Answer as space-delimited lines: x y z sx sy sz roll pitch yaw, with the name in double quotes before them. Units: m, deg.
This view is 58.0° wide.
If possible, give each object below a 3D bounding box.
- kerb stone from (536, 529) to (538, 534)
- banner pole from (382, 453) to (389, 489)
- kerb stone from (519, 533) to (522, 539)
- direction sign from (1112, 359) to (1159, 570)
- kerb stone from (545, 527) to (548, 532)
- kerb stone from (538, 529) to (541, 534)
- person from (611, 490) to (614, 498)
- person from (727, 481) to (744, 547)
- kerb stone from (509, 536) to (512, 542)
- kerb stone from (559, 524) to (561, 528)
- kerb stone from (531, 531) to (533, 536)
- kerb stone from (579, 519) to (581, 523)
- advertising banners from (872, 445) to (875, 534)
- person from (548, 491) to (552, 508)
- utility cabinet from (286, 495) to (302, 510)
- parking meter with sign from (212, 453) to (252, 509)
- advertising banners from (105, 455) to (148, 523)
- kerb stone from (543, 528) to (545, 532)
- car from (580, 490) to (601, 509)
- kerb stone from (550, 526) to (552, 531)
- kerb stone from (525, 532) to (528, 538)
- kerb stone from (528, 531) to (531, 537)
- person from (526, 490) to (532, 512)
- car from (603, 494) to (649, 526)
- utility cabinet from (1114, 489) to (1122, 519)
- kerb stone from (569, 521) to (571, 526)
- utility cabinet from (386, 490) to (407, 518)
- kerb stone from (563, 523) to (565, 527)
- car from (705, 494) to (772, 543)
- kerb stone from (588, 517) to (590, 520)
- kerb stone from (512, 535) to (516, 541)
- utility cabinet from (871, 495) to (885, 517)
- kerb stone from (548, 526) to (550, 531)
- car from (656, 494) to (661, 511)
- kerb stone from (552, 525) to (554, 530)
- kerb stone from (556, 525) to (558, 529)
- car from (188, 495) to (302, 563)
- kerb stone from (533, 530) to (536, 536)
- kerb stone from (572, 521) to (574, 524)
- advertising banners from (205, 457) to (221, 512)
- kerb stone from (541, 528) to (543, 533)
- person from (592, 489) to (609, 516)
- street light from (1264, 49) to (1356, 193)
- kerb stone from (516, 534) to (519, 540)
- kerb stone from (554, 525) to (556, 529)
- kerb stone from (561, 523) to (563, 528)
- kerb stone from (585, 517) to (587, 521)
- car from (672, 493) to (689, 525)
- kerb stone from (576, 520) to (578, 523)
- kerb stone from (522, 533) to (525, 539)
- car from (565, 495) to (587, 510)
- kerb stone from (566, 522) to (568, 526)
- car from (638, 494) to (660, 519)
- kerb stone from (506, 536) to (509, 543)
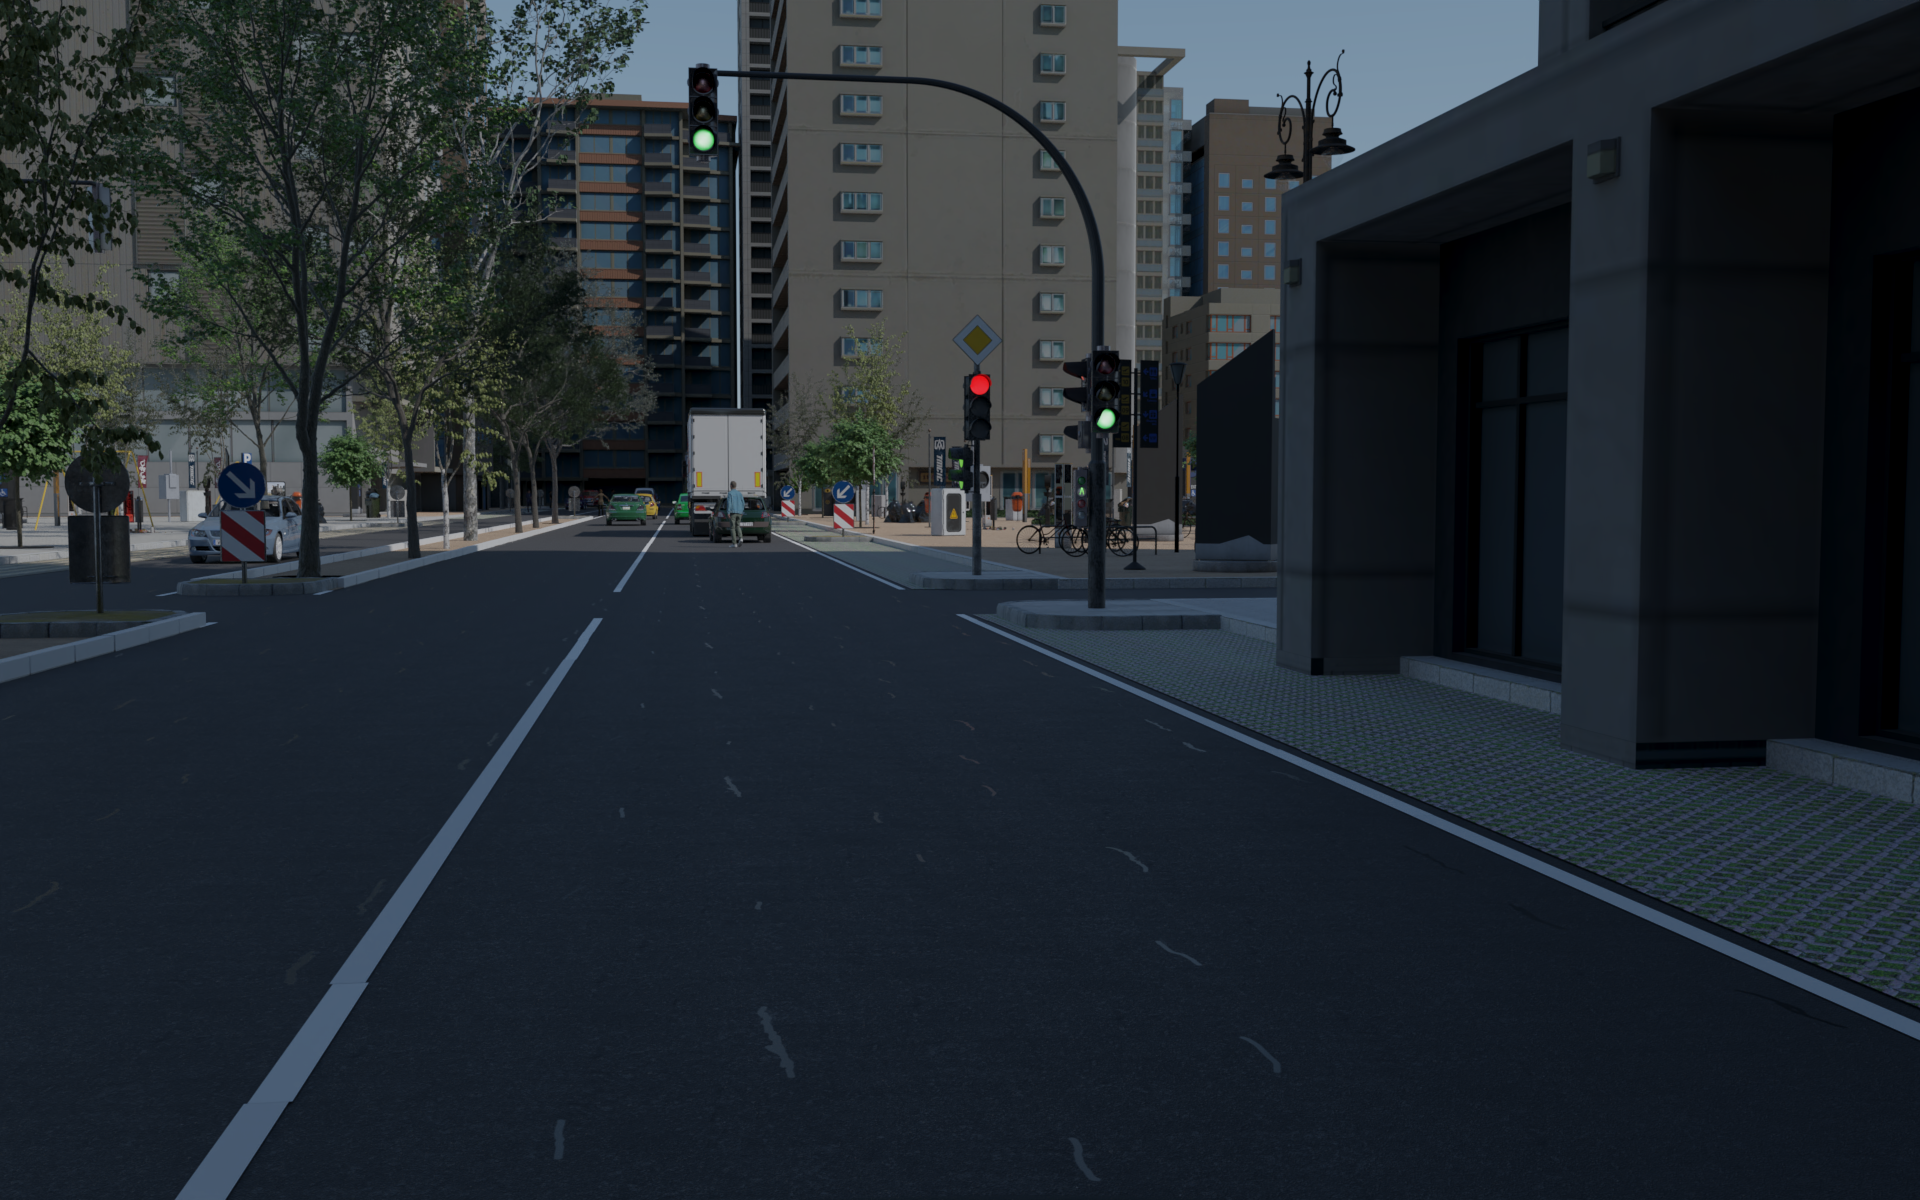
"kerb stone" -14.886 -2.334 60.358 0.120 0.150 1.000 -1 4 -9
"banner pole" -31.874 -6.496 96.223 0.401 3.779 0.863 1 4 13
"kerb stone" -13.915 -1.963 54.293 0.120 0.150 1.000 -1 4 -9
"direction sign" 2.964 -2.280 29.279 0.876 3.537 0.379 -2 4 -24
"kerb stone" -15.529 -2.572 64.408 0.120 0.150 1.000 -1 4 -9
"kerb stone" -15.047 -2.396 61.367 0.120 0.150 1.000 -1 4 -9
"person" -29.705 -8.549 148.292 0.705 1.821 1.348 -2 4 -24
"person" -6.023 -2.300 46.446 0.601 1.785 0.444 -3 4 -37
"kerb stone" -13.435 -1.777 51.251 0.120 0.150 1.000 -1 4 -9
"kerb stone" -16.660 -3.010 71.478 0.120 0.150 1.000 -1 4 -9
"kerb stone" -14.559 -2.209 58.338 0.120 0.150 1.000 -1 4 -9
"kerb stone" -18.762 -3.819 84.657 0.120 0.150 1.000 -1 4 -9
"advertising banners" -2.803 -3.678 56.322 0.090 3.025 2.074 0 4 -2
"person" -39.202 -9.597 166.238 0.721 1.723 1.217 0 4 -3
"utility cabinet" -36.300 -5.100 94.545 1.020 1.237 0.306 2 4 23
"parking meter with sign" -30.928 -4.722 73.468 1.738 3.016 0.543 1 4 17
"advertising banners" -37.141 -4.958 77.259 0.090 3.025 2.074 2 4 34
"kerb stone" -15.370 -2.512 63.393 0.120 0.150 1.000 -1 4 -9
"car" -35.317 -9.595 165.553 2.281 1.827 5.304 -1 4 -10
"kerb stone" -15.845 -2.705 66.427 0.120 0.150 1.000 -1 4 -9
"kerb stone" -14.230 -2.087 56.313 0.120 0.150 1.000 -1 4 -9
"kerb stone" -14.396 -2.148 57.322 0.120 0.150 1.000 -1 4 -9
"person" -33.358 -7.682 134.546 0.568 1.767 0.683 2 4 35
"car" -15.402 -4.165 79.900 2.131 1.459 4.920 -1 4 -11
"utility cabinet" 6.993 -4.178 76.982 0.318 1.500 1.173 1 4 10
"kerb stone" -17.631 -3.386 77.554 0.120 0.150 1.000 -1 4 -9
"utility cabinet" -30.219 -5.170 93.201 1.173 1.500 0.318 -2 4 -32
"kerb stone" -16.983 -3.138 73.503 0.120 0.150 1.000 -1 4 -9
"car" -6.648 -2.594 52.200 2.009 1.686 4.222 -1 4 -11
"kerb stone" -20.056 -4.315 92.752 0.120 0.150 1.000 -1 4 -9
"kerb stone" -13.589 -1.839 52.267 0.120 0.150 1.000 -1 4 -9
"utility cabinet" -4.607 -5.289 97.637 0.306 1.237 1.020 -3 4 -37
"kerb stone" -15.694 -2.642 65.416 0.120 0.150 1.000 -1 4 -9
"car" -26.822 -8.577 149.818 1.945 1.707 3.694 -1 4 -10
"kerb stone" -16.018 -2.767 67.435 0.120 0.150 1.000 -1 4 -9
"kerb stone" -16.336 -2.890 69.455 0.120 0.150 1.000 -1 4 -9
"car" -15.286 -1.559 37.490 2.014 1.417 4.499 -1 4 -8
"kerb stone" -14.717 -2.272 59.350 0.120 0.150 1.000 -1 4 -9
"kerb stone" -17.951 -3.510 79.593 0.120 0.150 1.000 -1 4 -9
"advertising banners" -35.760 -5.257 82.137 2.074 3.025 0.090 1 4 18
"kerb stone" -15.203 -2.458 62.384 0.120 0.150 1.000 -1 4 -9
"person" -23.193 -6.269 111.720 1.217 1.735 0.721 -2 4 -27
"street light" 3.718 -2.804 18.629 0.468 5.910 1.993 -1 4 -9
"kerb stone" -13.749 -1.901 53.285 0.120 0.150 1.000 -1 4 -9
"kerb stone" -16.170 -2.829 68.446 0.120 0.150 1.000 -1 4 -9
"kerb stone" -16.828 -3.076 72.492 0.120 0.150 1.000 -1 4 -9
"kerb stone" -19.568 -4.130 89.717 0.120 0.150 1.000 -1 4 -9
"car" -12.753 -4.523 82.752 1.959 1.807 4.718 -1 4 -9
"kerb stone" -18.440 -3.696 82.625 0.120 0.150 1.000 -1 4 -9
"kerb stone" -14.071 -2.025 55.304 0.120 0.150 1.000 -1 4 -9
"car" -35.446 -9.007 159.844 1.945 1.354 3.894 -1 4 -8
"kerb stone" -17.300 -3.261 75.524 0.120 0.150 1.000 -1 4 -9
"car" -18.208 -5.440 99.161 2.015 1.641 3.980 0 4 -8
"kerb stone" -13.266 -1.714 50.236 0.120 0.150 1.000 -1 4 -9
